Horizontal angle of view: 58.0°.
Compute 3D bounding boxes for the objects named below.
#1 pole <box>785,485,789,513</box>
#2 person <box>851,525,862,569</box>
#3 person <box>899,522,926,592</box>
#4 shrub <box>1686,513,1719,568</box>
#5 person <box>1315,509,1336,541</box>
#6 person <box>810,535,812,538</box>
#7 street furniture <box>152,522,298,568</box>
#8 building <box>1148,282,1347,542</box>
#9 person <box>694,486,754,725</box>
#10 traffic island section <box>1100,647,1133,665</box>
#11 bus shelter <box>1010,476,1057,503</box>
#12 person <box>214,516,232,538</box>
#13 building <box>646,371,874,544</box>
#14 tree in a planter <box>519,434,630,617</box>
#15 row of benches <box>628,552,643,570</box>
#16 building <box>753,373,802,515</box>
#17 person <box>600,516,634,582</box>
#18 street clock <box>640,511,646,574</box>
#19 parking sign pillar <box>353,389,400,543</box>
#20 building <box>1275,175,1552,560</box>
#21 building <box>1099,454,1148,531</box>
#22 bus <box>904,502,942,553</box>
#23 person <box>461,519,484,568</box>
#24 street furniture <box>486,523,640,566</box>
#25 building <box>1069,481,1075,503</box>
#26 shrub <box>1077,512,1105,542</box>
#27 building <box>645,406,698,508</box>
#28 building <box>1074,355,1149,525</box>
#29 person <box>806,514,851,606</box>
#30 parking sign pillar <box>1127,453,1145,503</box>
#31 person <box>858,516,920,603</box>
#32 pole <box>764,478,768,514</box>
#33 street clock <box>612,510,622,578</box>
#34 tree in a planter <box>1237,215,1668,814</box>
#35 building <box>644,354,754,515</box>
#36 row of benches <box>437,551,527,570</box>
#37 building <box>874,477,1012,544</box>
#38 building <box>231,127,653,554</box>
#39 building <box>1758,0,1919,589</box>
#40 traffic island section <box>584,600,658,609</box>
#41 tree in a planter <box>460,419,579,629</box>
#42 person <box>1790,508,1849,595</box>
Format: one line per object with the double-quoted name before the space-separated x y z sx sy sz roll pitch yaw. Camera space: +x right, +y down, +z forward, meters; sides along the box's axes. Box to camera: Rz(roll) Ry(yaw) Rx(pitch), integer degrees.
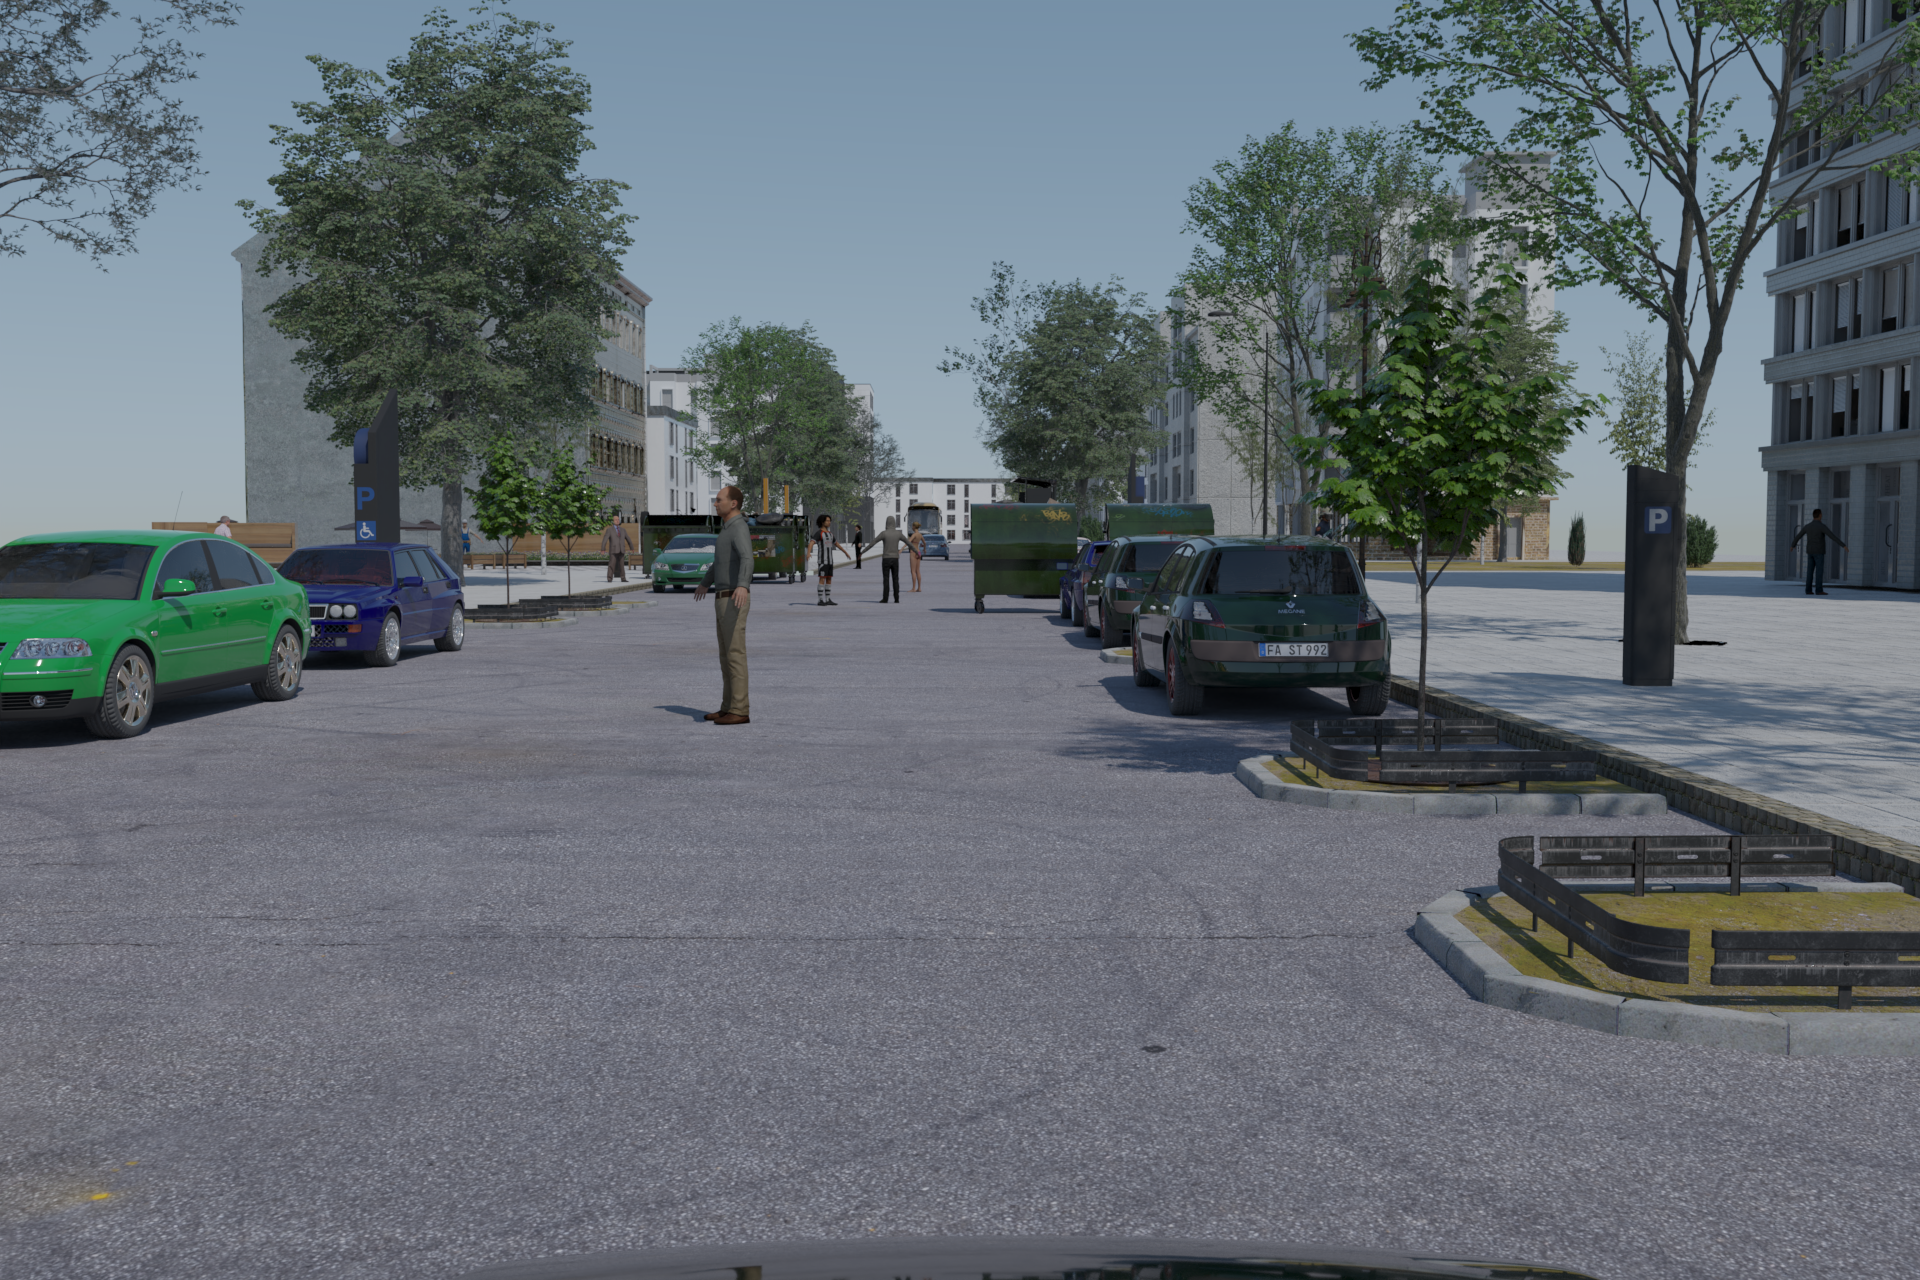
"pole" -7.263 -4.822 72.680 0.158 3.312 0.155 0 3 0
"person" -4.192 -3.805 70.847 0.705 1.806 1.347 -1 4 -17
"person" -1.164 -2.047 42.723 0.721 1.733 1.217 2 4 31
"shrub" 28.032 -3.793 66.063 1.661 2.075 1.752 0 3 0
"person" 7.828 -1.905 37.015 0.704 1.845 1.351 2 4 29
"person" -7.162 -4.390 78.492 1.216 1.740 0.721 -1 4 -14
"street furniture" -29.524 -3.716 67.614 11.010 1.723 9.812 -1 4 -17
"building" 24.181 -16.134 130.243 16.747 18.905 31.486 0 4 0
"person" -1.761 -0.270 13.147 0.705 1.796 1.348 -1 4 -21
"traffic island section" 2.621 0.191 19.739 1.991 0.108 1.994 0 4 0
"bus shelter" 3.106 -5.014 73.263 1.731 3.624 6.357 0 4 -1
"person" -17.025 -2.032 40.205 0.756 1.711 0.436 3 5 44
"building" -26.084 -23.788 232.903 27.936 21.610 32.646 0 4 -1
"tree in a planter" -7.016 -2.066 30.995 1.991 3.239 1.994 0 4 1
"row of benches" -9.695 -2.816 61.508 4.104 0.672 1.422 0 4 8
"building" -24.435 -20.974 199.342 16.016 20.090 11.380 0 4 1
"person" -9.065 -2.405 45.923 0.990 1.755 0.434 -2 4 -34
"street clock" -10.038 -3.100 55.254 0.358 2.002 0.471 0 4 1
"parking sign pillar" -10.619 -2.635 31.558 1.447 3.967 1.447 0 4 -1
"building" 23.213 -14.770 97.904 16.016 20.090 11.380 0 4 0
"building" 20.416 -14.951 186.602 9.099 9.664 28.070 0 4 0
"bus" -2.748 -8.860 136.412 2.896 3.916 12.252 0 4 0
"person" -18.698 -3.644 65.443 1.347 1.847 0.705 -1 4 -20
"street furniture" -17.381 -3.982 71.962 9.812 1.723 11.010 -1 4 -9
"building" 24.329 -24.420 230.188 19.493 23.208 18.063 0 4 0
"shrub" 4.712 -3.615 63.147 1.661 2.075 1.752 0 3 0
"building" -23.743 -11.317 127.181 9.099 9.664 28.070 0 3 0
"building" 23.572 -23.144 209.331 19.493 23.208 18.063 0 4 1
"person" -2.672 -1.590 34.594 0.704 1.843 1.345 2 4 35
"parking sign pillar" 5.933 -4.290 58.619 1.447 3.967 1.447 0 4 0
"person" -1.449 -1.672 35.929 1.348 1.813 0.705 -1 4 -19
"pole" -7.098 -4.255 63.410 0.158 3.312 0.155 0 3 0
"street clock" -10.036 -2.821 50.693 0.358 2.002 0.471 0 4 0
"tree in a planter" 2.627 -0.767 9.758 1.991 3.239 1.994 0 3 0
"building" -28.270 -19.957 182.722 16.016 20.090 11.380 0 4 0
"row of benches" -17.439 -2.903 62.927 1.422 0.672 4.104 3 4 36
"building" -3.986 -19.060 256.237 28.070 9.664 9.099 0 4 1
"building" -29.434 -16.600 102.346 19.493 23.208 18.063 0 4 0
"building" 24.472 -11.556 35.620 8.464 21.280 15.925 0 4 0
"traffic island section" -7.030 -0.690 34.154 1.991 0.108 1.994 0 4 1
"tree in a planter" -7.079 -1.824 27.037 1.991 3.239 1.994 0 4 1
"person" 18.074 -1.863 36.529 0.705 1.821 1.348 -2 4 -28
